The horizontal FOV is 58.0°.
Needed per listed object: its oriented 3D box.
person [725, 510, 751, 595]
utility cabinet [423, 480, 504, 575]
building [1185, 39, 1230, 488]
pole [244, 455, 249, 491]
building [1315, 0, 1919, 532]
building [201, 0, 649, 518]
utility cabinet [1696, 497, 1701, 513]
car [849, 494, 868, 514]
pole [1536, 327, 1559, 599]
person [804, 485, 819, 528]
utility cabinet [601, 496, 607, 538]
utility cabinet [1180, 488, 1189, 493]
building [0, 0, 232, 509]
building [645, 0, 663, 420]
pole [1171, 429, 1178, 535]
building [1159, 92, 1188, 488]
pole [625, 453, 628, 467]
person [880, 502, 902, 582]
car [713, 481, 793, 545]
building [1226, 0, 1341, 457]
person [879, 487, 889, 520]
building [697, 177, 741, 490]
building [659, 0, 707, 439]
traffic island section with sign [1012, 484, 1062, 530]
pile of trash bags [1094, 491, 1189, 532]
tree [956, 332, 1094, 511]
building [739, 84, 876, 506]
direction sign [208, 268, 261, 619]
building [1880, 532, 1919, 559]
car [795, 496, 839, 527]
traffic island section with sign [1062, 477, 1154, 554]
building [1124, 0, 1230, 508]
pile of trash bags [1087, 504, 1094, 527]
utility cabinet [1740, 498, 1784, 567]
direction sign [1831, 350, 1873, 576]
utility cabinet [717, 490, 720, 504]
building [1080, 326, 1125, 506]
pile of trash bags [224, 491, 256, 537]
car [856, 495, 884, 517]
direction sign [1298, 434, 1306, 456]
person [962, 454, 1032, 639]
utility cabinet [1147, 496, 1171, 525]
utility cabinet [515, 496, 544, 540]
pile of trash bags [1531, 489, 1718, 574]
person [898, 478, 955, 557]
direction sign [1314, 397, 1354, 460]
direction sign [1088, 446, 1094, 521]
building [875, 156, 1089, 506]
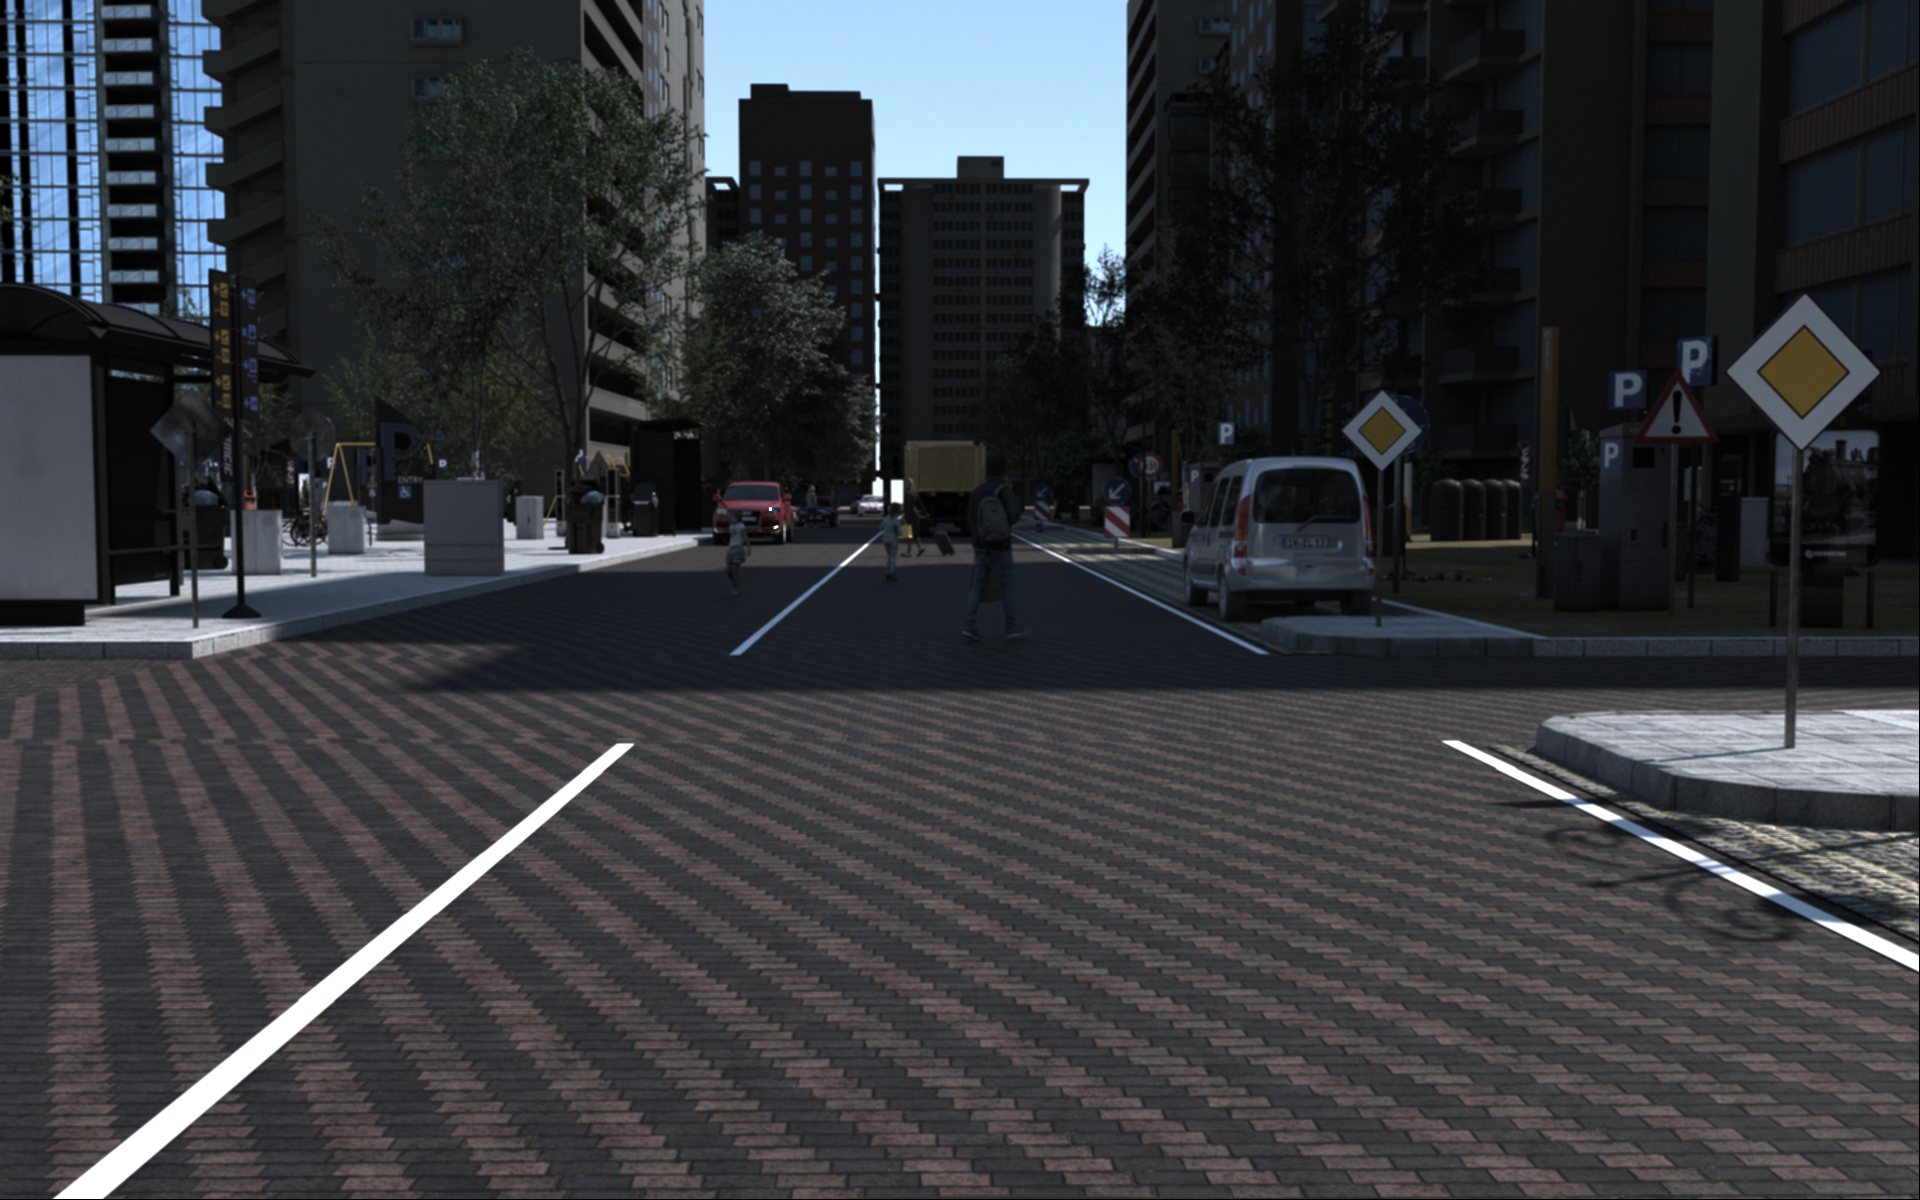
[{"bbox_3d":[-3.121,-0.681,24.655,0.505,1.210,0.382,3,5,40],"label":"person"},{"bbox_3d":[-7.801,-1.136,27.250,1.173,1.500,0.318,0,4,0],"label":"utility cabinet"},{"bbox_3d":[23.219,-20.947,114.189,14.160,30.474,14.107,0,4,-1],"label":"building"},{"bbox_3d":[-36.956,-5.864,89.713,0.158,3.312,0.155,0,3,0],"label":"pole"},{"bbox_3d":[28.163,-25.851,77.294,22.147,44.769,28.867,0,4,-1],"label":"building"},{"bbox_3d":[-30.739,-29.210,101.278,21.300,48.544,21.600,0,4,-1],"label":"building"},{"bbox_3d":[22.399,-2.526,52.466,0.306,1.237,1.020,2,4,24],"label":"utility cabinet"},{"bbox_3d":[-6.947,-6.909,124.970,2.014,1.417,4.499,0,4,1],"label":"car"},{"bbox_3d":[7.209,-1.676,21.241,0.158,3.312,0.155,0,3,0],"label":"pole"},{"bbox_3d":[-6.281,-3.909,72.587,0.728,1.800,0.709,-3,5,-44],"label":"person"},{"bbox_3d":[-10.603,-2.441,51.076,0.306,1.237,1.020,1,4,21],"label":"utility cabinet"},{"bbox_3d":[8.536,-3.292,62.507,1.173,1.500,0.318,2,4,29],"label":"utility cabinet"},{"bbox_3d":[-65.866,-50.751,142.444,31.000,86.520,22.319,0,4,-1],"label":"building"},{"bbox_3d":[-28.607,-28.698,119.317,14.600,45.320,14.200,0,4,-1],"label":"building"},{"bbox_3d":[6.762,-3.716,54.598,0.158,3.312,0.155,0,3,0],"label":"pole"},{"bbox_3d":[21.560,-21.807,128.242,14.160,30.474,14.107,0,4,-1],"label":"building"},{"bbox_3d":[-16.364,-5.581,85.091,0.158,3.312,0.155,0,3,0],"label":"pole"},{"bbox_3d":[-1.112,-0.954,28.373,0.425,1.301,0.394,1,4,21],"label":"person"},{"bbox_3d":[-6.013,-2.568,50.665,2.281,1.827,5.304,0,4,-2],"label":"car"},{"bbox_3d":[23.567,-27.492,99.613,14.600,45.320,14.200,0,4,-1],"label":"building"},{"bbox_3d":[-4.122,-5.320,95.467,0.705,1.826,1.348,1,4,16],"label":"person"},{"bbox_3d":[-36.435,-31.125,200.770,23.993,40.220,32.217,0,4,-1],"label":"building"},{"bbox_3d":[-35.538,-33.806,141.962,27.495,52.752,28.713,0,4,-1],"label":"building"},{"bbox_3d":[3.099,-3.682,68.823,1.989,1.847,2.006,0,4,-1],"label":"traffic island section with sign"},{"bbox_3d":[6.573,-3.026,59.225,1.912,1.369,3.447,-3,5,-39],"label":"pile of trash bags"},{"bbox_3d":[4.838,-13.418,129.757,12.009,13.543,11.850,0,3,0],"label":"tree"},{"bbox_3d":[-16.608,-33.182,192.640,14.200,45.320,14.600,0,4,-1],"label":"building"},{"bbox_3d":[-7.468,-1.584,17.895,0.379,3.537,0.876,0,4,6],"label":"direction sign"},{"bbox_3d":[31.284,-23.380,36.886,28.867,44.769,22.147,0,4,-1],"label":"building"},{"bbox_3d":[-6.266,-3.894,76.250,1.945,1.354,3.894,0,4,-1],"label":"car"},{"bbox_3d":[3.603,-2.033,41.872,1.989,1.847,2.006,0,4,-1],"label":"traffic island section with sign"},{"bbox_3d":[25.767,-31.935,145.840,21.300,48.544,21.600,0,4,-1],"label":"building"},{"bbox_3d":[5.807,-3.496,66.907,1.912,1.369,3.447,1,4,11],"label":"pile of trash bags"},{"bbox_3d":[14.147,-1.194,30.681,1.020,1.237,0.306,1,4,20],"label":"utility cabinet"},{"bbox_3d":[13.951,-2.150,27.155,0.876,3.537,0.379,-2,4,-26],"label":"direction sign"},{"bbox_3d":[-12.460,-5.033,90.976,0.318,1.500,1.173,0,4,4],"label":"utility cabinet"},{"bbox_3d":[28.807,-21.750,200.644,28.899,21.520,27.650,0,4,-1],"label":"building"},{"bbox_3d":[-22.245,-2.559,51.594,1.912,1.369,3.447,1,4,16],"label":"pile of trash bags"},{"bbox_3d":[-5.589,-6.023,110.843,2.083,1.381,4.827,0,4,-3],"label":"car"},{"bbox_3d":[13.097,-4.464,64.989,0.876,3.537,0.379,2,4,35],"label":"direction sign"},{"bbox_3d":[0.306,-0.521,17.002,0.713,1.824,0.794,-3,4,-36],"label":"person"},{"bbox_3d":[8.346,-3.744,72.368,1.020,1.237,0.306,2,4,24],"label":"utility cabinet"},{"bbox_3d":[-12.195,-2.318,49.061,1.020,1.237,0.306,3,5,44],"label":"utility cabinet"},{"bbox_3d":[11.405,-1.200,29.374,3.447,1.369,1.912,3,4,38],"label":"pile of trash bags"},{"bbox_3d":[-0.790,-1.902,39.816,1.509,1.804,0.699,-2,4,-29],"label":"person"},{"bbox_3d":[8.873,-2.988,40.854,0.876,3.537,0.379,3,5,44],"label":"direction sign"},{"bbox_3d":[6.146,-5.448,81.064,0.876,3.537,0.379,3,5,44],"label":"direction sign"},{"bbox_3d":[2.325,-31.185,201.750,23.993,40.220,32.217,0,4,-1],"label":"building"}]
